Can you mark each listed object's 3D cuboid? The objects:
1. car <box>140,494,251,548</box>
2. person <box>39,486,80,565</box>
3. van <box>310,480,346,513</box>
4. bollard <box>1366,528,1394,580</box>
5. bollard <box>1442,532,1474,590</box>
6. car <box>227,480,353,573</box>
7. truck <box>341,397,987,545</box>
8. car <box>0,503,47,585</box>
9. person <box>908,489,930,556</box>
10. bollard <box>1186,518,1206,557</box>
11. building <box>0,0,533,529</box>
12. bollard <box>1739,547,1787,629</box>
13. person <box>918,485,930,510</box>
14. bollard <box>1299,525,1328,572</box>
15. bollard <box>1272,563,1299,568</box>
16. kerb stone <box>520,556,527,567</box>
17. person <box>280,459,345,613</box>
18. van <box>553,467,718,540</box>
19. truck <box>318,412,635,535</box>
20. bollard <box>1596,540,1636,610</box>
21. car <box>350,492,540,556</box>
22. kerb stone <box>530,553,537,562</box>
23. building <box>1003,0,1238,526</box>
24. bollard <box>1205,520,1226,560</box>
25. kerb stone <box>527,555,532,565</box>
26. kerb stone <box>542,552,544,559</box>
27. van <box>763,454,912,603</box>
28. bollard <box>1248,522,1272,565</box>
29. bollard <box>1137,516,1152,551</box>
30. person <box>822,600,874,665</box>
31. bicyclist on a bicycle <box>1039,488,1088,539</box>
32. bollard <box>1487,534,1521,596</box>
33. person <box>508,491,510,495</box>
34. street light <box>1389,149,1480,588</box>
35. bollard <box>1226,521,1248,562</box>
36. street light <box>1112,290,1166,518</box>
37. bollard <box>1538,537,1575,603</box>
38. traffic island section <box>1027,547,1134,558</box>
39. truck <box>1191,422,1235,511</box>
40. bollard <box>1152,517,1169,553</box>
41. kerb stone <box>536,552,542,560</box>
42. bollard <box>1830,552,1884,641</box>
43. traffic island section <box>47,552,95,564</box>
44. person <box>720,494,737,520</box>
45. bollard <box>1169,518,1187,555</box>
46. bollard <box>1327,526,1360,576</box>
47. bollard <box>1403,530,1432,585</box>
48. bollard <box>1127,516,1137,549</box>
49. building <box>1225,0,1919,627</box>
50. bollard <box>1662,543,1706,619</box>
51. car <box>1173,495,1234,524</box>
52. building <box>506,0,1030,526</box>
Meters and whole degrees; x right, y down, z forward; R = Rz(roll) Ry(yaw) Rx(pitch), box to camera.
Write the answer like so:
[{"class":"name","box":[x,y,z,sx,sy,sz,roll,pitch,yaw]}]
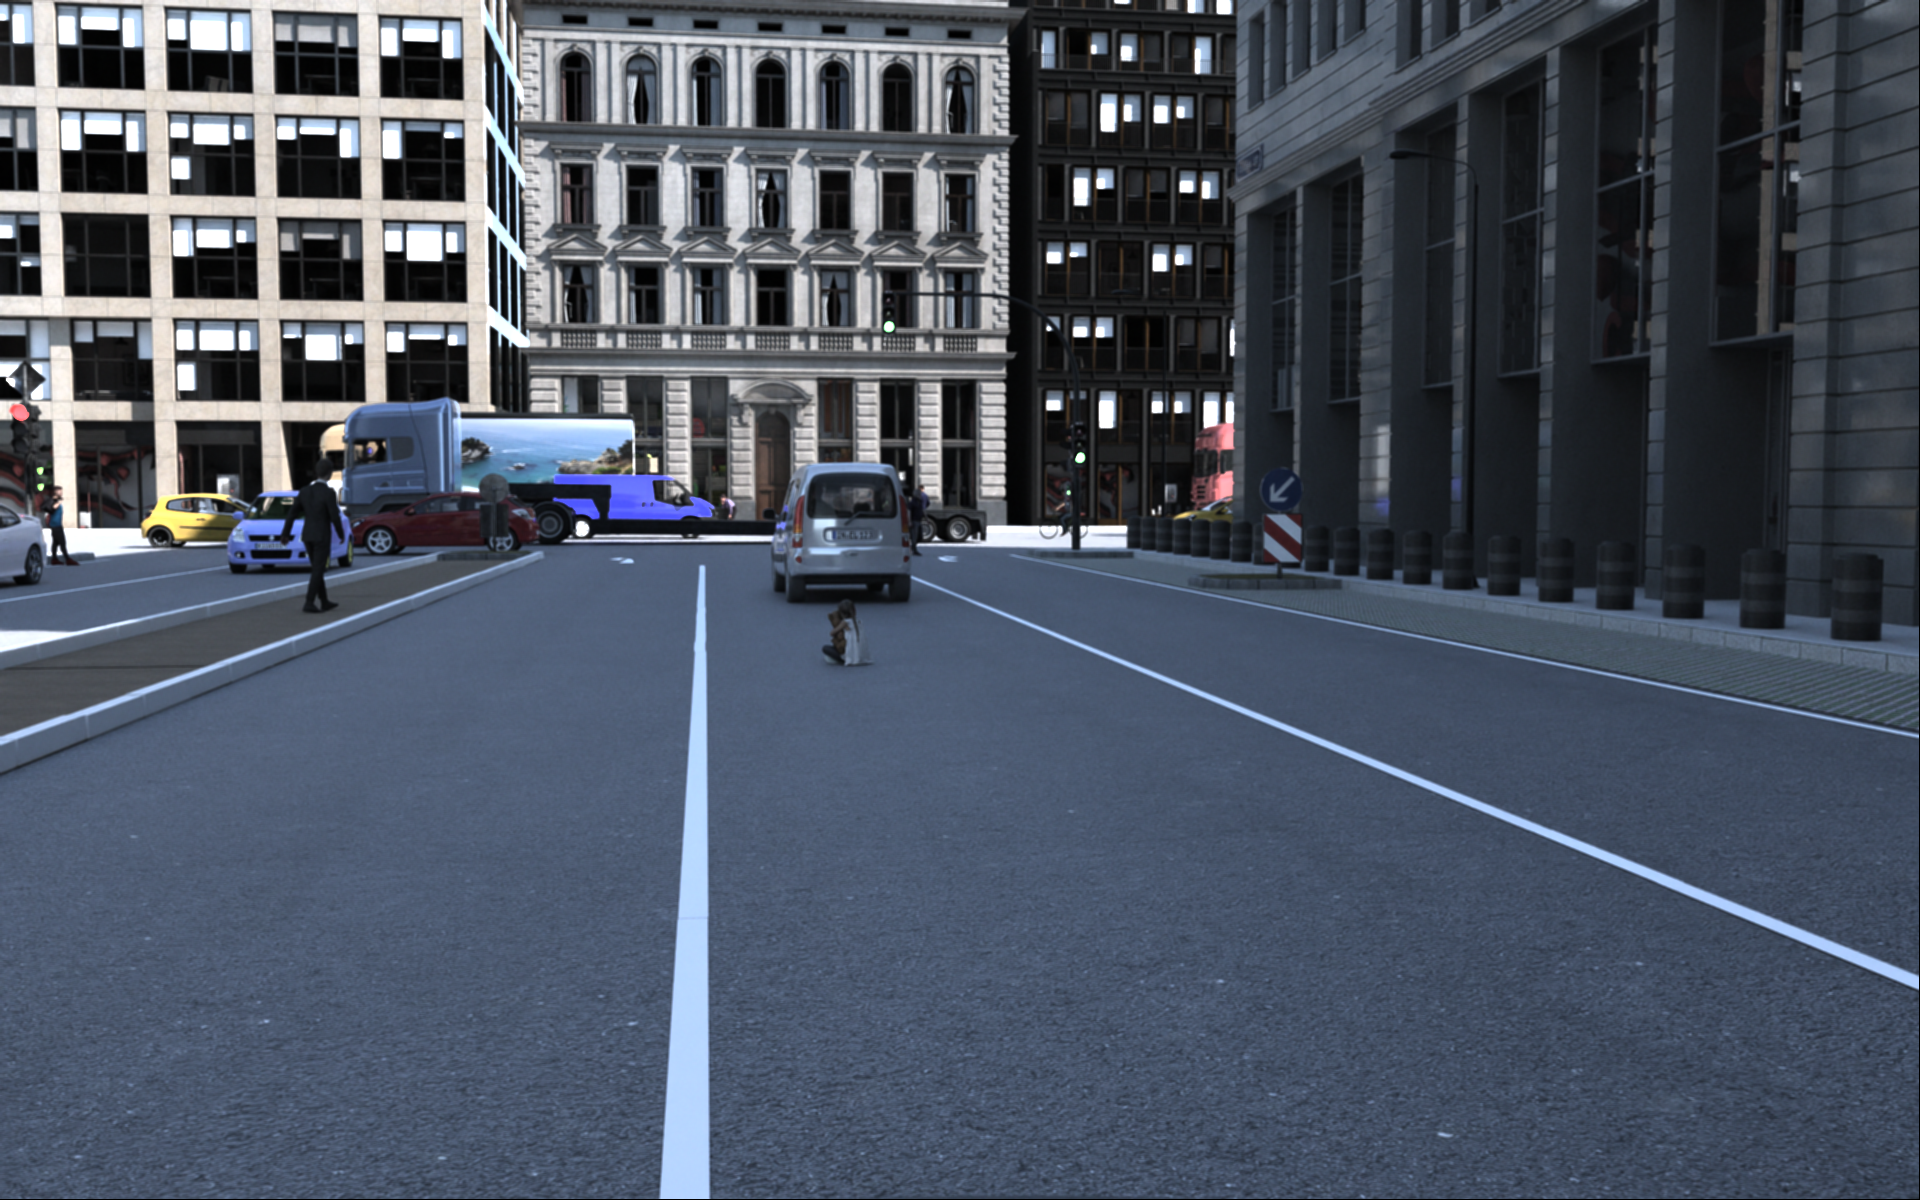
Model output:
[{"class":"car","box":[-19.863,-2.229,46.665,3.980,1.641,2.015,-1,4,-9]},{"class":"person","box":[-18.073,-1.491,34.749,0.662,1.594,0.647,-3,4,-38]},{"class":"van","box":[-17.914,-2.827,53.241,4.112,2.044,2.013,0,4,-7]},{"class":"bollard","box":[6.319,-0.693,26.040,0.404,0.777,0.398,0,3,0]},{"class":"bollard","box":[6.714,-0.528,23.342,0.404,0.777,0.398,0,3,0]},{"class":"car","box":[-12.606,-1.413,32.691,1.945,1.707,3.694,-1,4,-10]},{"class":"truck","box":[-8.653,-3.689,50.066,18.799,4.110,2.967,-1,4,-10]},{"class":"car","box":[-15.354,-0.831,25.947,2.083,1.381,4.827,0,4,-8]},{"class":"person","box":[-1.003,-1.803,40.191,0.569,1.553,0.471,-1,4,-23]},{"class":"bollard","box":[4.933,-1.269,35.458,0.404,0.777,0.398,0,3,0]},{"class":"building","box":[-35.802,-16.303,71.070,34.151,26.468,19.350,-1,4,-8]},{"class":"bollard","box":[7.705,-0.116,16.613,0.404,0.777,0.398,0,3,0]},{"class":"person","box":[-1.333,-3.056,59.165,0.504,1.737,0.576,1,4,15]},{"class":"bollard","box":[5.923,-0.857,28.729,0.404,0.777,0.398,0,3,0]},{"class":"bollard","box":[5.725,-0.940,30.080,0.404,0.777,0.398,0,3,0]},{"class":"kerb stone","box":[-8.652,-0.721,33.981,0.120,0.150,1.000,-1,4,-8]},{"class":"person","box":[-7.713,-0.773,20.922,0.659,1.850,0.755,1,4,21]},{"class":"van","box":[-10.408,-3.130,55.555,5.245,2.365,2.240,0,4,-7]},{"class":"truck","box":[-17.058,-4.372,60.396,11.283,4.237,2.839,-1,4,-10]},{"class":"bollard","box":[7.309,-0.281,19.306,0.404,0.777,0.398,0,3,0]},{"class":"car","box":[-12.318,-1.969,41.238,4.494,1.783,2.155,-1,4,-9]},{"class":"kerb stone","box":[-8.957,-0.845,36.016,0.120,0.150,1.000,-1,4,-8]},{"class":"building","box":[9.766,-15.013,75.145,15.834,23.373,12.332,-1,4,-8]},{"class":"bollard","box":[5.131,-1.186,34.114,0.404,0.777,0.398,0,3,0]},{"class":"kerb stone","box":[-8.810,-0.780,34.996,0.120,0.150,1.000,-1,4,-8]},{"class":"kerb stone","box":[-9.255,-0.970,38.059,0.120,0.150,1.000,-1,4,-8]},{"class":"van","box":[-1.728,-1.060,24.345,2.013,2.044,4.112,-1,4,-10]},{"class":"bollard","box":[5.524,-1.022,31.424,0.404,0.777,0.398,0,3,0]},{"class":"bollard","box":[4.338,-1.516,39.499,0.404,0.777,0.398,0,3,0]},{"class":"person","box":[-0.937,0.267,14.611,0.357,0.543,0.381,2,4,33]},{"class":"bicyclist on a bicycle","box":[3.338,-2.796,55.739,1.625,1.676,1.499,-1,4,-10]},{"class":"bollard","box":[6.912,-0.445,21.998,0.404,0.777,0.398,0,3,0]},{"class":"person","box":[-12.214,-2.301,46.242,0.709,1.813,0.853,3,4,36]},{"class":"street light","box":[6.465,-3.121,23.570,1.470,5.913,1.316,-1,4,-8]},{"class":"bollard","box":[5.329,-1.104,32.770,0.404,0.777,0.398,0,3,0]},{"class":"street light","box":[4.140,-4.105,39.659,1.470,5.913,1.316,-1,4,-8]},{"class":"bollard","box":[7.112,-0.363,20.650,0.404,0.777,0.398,0,3,0]},{"class":"traffic island section","box":[2.677,-1.071,39.791,2.009,0.180,2.903,-1,4,-8]},{"class":"truck","box":[12.973,-4.306,59.323,11.283,4.237,2.839,-1,4,-10]},{"class":"bollard","box":[4.531,-1.433,38.152,0.404,0.777,0.398,0,3,0]},{"class":"kerb stone","box":[-9.113,-0.903,37.038,0.120,0.150,1.000,-1,4,-8]},{"class":"bollard","box":[7.906,-0.033,15.263,0.404,0.777,0.398,0,3,0]},{"class":"traffic island section","box":[-19.626,-0.871,36.526,2.009,0.180,2.903,-1,4,-8]},{"class":"person","box":[-8.151,-3.012,60.982,0.421,1.427,0.697,3,5,43]},{"class":"bollard","box":[4.737,-1.351,36.806,0.404,0.777,0.398,0,3,0]},{"class":"bollard","box":[6.117,-0.775,27.384,0.404,0.777,0.398,0,3,0]},{"class":"bollard","box":[6.520,-0.610,24.687,0.404,0.777,0.398,0,3,0]},{"class":"bollard","box":[4.138,-1.599,40.855,0.404,0.777,0.398,0,3,0]},{"class":"building","box":[13.491,-15.061,23.741,11.434,29.767,29.804,-1,4,-8]},{"class":"bollard","box":[7.507,-0.198,17.960,0.404,0.777,0.398,0,3,0]},{"class":"car","box":[8.182,-2.523,51.474,3.980,1.641,2.015,-1,4,-9]},{"class":"building","box":[-7.974,-14.847,71.628,19.941,23.489,11.050,-1,4,-8]}]
